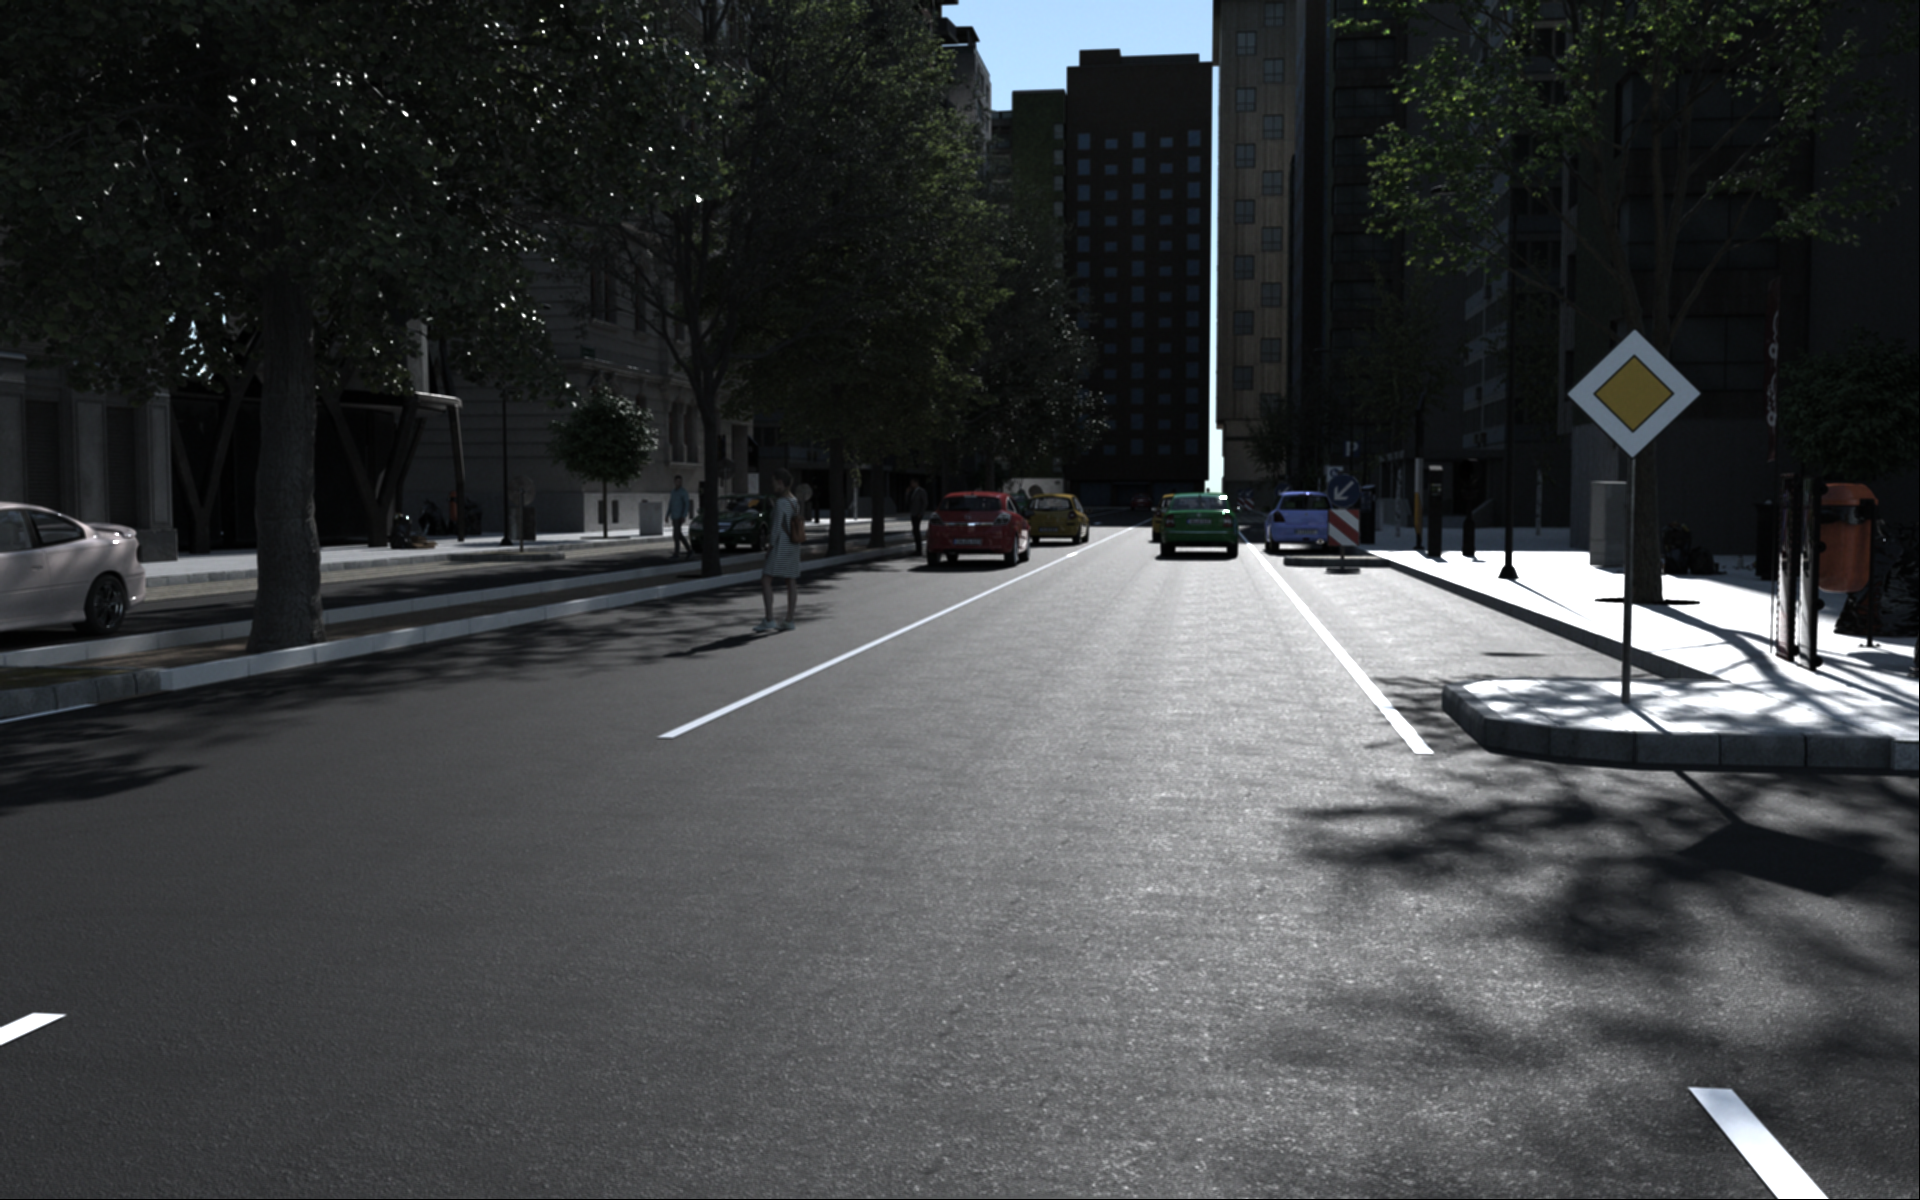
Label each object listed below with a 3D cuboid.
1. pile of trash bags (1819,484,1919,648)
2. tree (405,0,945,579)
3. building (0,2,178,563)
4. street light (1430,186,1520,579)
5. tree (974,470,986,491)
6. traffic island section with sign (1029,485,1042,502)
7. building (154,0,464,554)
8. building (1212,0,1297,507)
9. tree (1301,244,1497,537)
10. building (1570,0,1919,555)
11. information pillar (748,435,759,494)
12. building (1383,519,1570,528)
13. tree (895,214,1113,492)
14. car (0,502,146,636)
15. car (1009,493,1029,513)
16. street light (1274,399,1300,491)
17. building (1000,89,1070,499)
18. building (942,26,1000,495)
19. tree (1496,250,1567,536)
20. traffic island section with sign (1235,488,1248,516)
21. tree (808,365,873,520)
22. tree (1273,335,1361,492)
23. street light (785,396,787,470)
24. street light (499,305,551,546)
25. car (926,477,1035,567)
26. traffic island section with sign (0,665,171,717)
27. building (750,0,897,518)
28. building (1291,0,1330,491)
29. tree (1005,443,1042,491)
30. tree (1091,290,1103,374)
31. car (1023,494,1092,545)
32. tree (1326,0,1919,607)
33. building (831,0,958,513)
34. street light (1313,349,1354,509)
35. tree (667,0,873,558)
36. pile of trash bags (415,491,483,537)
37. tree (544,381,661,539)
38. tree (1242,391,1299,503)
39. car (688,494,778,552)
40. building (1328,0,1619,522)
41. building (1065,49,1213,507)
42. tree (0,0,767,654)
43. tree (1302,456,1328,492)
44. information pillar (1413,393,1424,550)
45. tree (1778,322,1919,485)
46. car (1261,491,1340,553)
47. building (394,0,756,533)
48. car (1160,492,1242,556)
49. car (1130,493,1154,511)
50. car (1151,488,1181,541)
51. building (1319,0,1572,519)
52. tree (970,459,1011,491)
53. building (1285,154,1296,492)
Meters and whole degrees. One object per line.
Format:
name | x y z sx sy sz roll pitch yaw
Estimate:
pile of trash bags | 8.727 -0.348 15.450 3.447 1.369 1.912 -2 4 -31
tree | -4.215 -7.099 28.899 12.009 13.543 11.850 0 3 0
building | -20.912 -10.722 24.452 9.793 20.994 18.267 0 4 8
street light | 7.788 -3.282 26.197 1.470 5.913 1.316 0 4 8
tree | 1.938 -8.747 137.613 1.663 3.219 1.824 0 3 0
traffic island section with sign | 3.674 -4.777 86.236 2.006 1.907 1.989 0 4 8
building | -21.774 -10.761 43.400 16.820 18.784 16.811 0 4 8
building | 40.164 -36.226 181.528 27.495 52.752 28.713 0 4 8
tree | 13.176 -6.205 51.814 4.737 8.622 4.395 0 3 0
building | 21.819 -16.505 41.558 14.160 30.474 14.107 0 4 8
information pillar | -8.212 -4.732 68.717 0.504 3.616 0.183 2 4 32
building | 34.045 -23.106 69.672 32.217 40.220 23.993 0 4 8
tree | 1.217 -9.182 69.583 9.611 12.733 9.660 0 3 0
car | -9.708 -0.244 16.358 2.083 1.381 4.827 0 4 7
car | 3.299 -5.830 104.119 1.959 1.807 4.718 0 4 7
street light | 16.051 -6.861 84.717 1.470 5.913 1.316 0 4 8
building | 4.477 -30.328 179.454 14.086 41.232 14.154 0 4 8
building | -4.544 -28.861 155.474 14.086 41.232 14.154 0 4 8
tree | 18.119 -6.295 53.285 4.737 8.622 4.395 0 3 0
traffic island section with sign | 18.458 -6.284 111.364 1.989 1.847 2.006 0 4 8
tree | -5.366 -8.247 85.196 4.360 8.622 3.978 0 3 0
tree | 16.774 -7.994 81.059 4.360 8.622 3.978 0 3 0
street light | -6.632 -6.030 71.137 1.470 5.913 1.316 0 4 8
street light | -10.709 -4.289 42.664 1.470 5.913 1.316 0 4 8
car | 0.430 -1.637 35.801 2.155 1.783 4.494 0 4 7
traffic island section with sign | -6.912 -0.227 11.844 2.006 1.907 1.989 0 4 8
building | -20.883 -25.094 102.175 32.217 40.220 23.993 0 4 8
building | 33.328 -29.634 134.634 14.600 45.320 14.200 0 4 8
tree | 5.665 -12.926 161.704 4.360 8.622 3.978 0 3 0
tree | -0.453 -8.749 55.869 12.009 13.543 11.850 0 3 0
car | 2.794 -2.458 50.407 2.015 1.641 3.980 1 4 9
tree | 8.080 -5.775 20.177 9.928 11.665 9.643 0 3 0
building | -12.100 -28.953 128.010 22.147 44.769 28.867 0 4 8
street light | 11.994 -5.071 55.459 1.470 5.913 1.316 0 4 8
tree | -2.799 -7.221 38.655 7.486 12.596 7.792 0 3 0
pile of trash bags | -15.723 -2.676 53.508 1.912 1.369 3.447 -1 4 -23
tree | -10.173 -4.053 49.973 4.285 4.588 4.351 0 3 0
tree | 23.025 -10.776 126.550 4.737 8.622 4.395 0 3 0
car | -5.537 -1.999 44.484 2.131 1.459 4.920 1 4 9
building | 27.639 -19.923 97.436 14.160 30.474 14.107 0 4 8
building | 18.518 -32.264 177.623 14.200 45.320 14.600 0 4 8
tree | -6.088 -6.498 15.348 9.857 13.997 8.962 0 3 0
tree | 18.080 -5.763 88.834 1.663 3.219 1.824 0 3 0
information pillar | 10.601 -2.974 39.975 0.183 3.616 0.504 2 4 27
tree | 17.215 -3.026 33.185 4.285 4.588 4.351 0 3 0
car | 8.589 -2.081 43.614 1.945 1.707 3.694 0 4 7
building | -17.043 -17.188 68.418 14.401 28.519 23.554 0 4 8
car | 5.723 -1.983 41.226 1.959 1.807 4.718 1 4 9
car | 15.848 -8.685 151.038 2.155 1.783 4.494 0 4 8
car | 6.950 -2.685 54.116 2.015 1.641 3.980 1 4 10
building | 39.989 -25.854 114.592 32.217 40.220 23.993 0 4 8
tree | 2.494 -9.913 145.792 4.285 4.588 4.351 0 3 0
building | 35.208 -23.083 149.113 14.160 30.474 14.107 0 4 8
